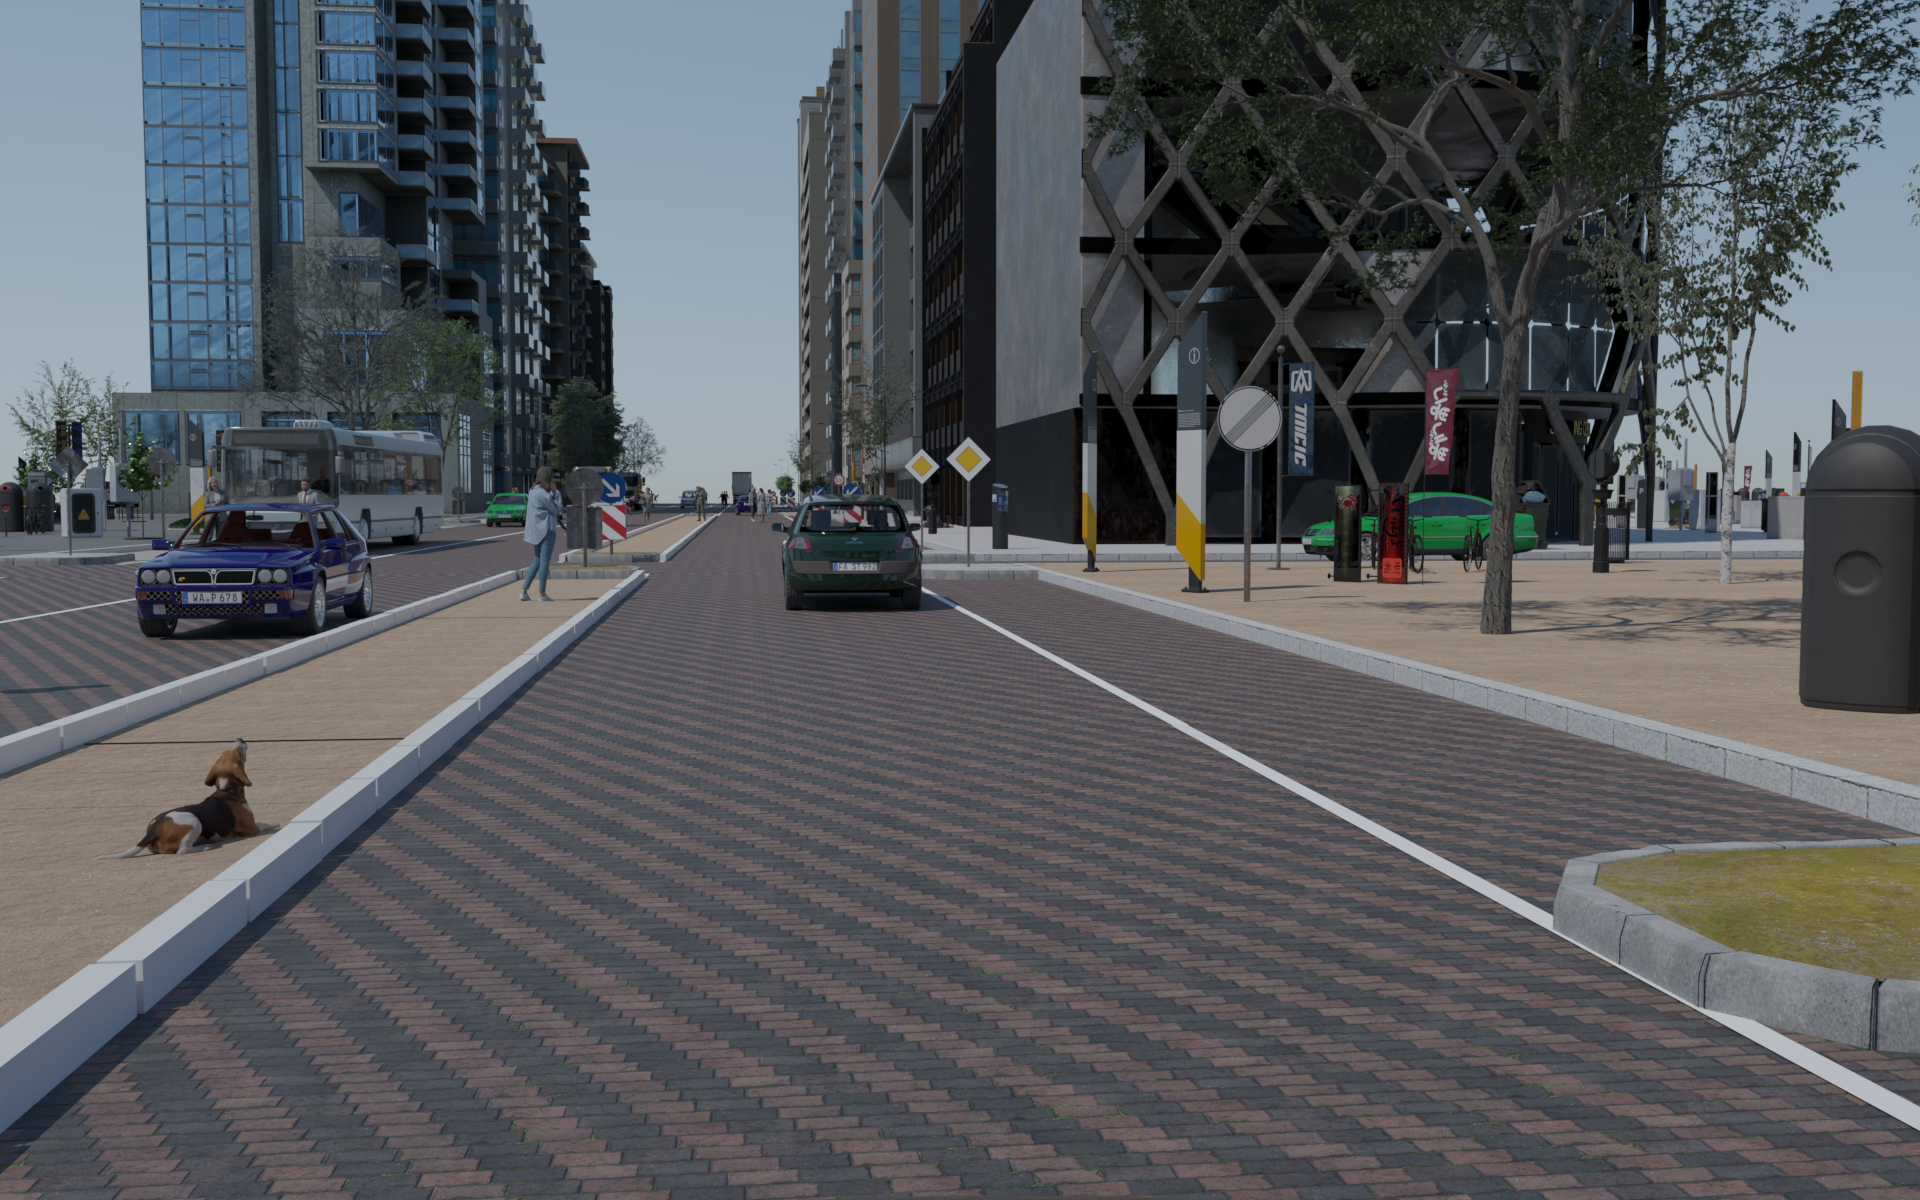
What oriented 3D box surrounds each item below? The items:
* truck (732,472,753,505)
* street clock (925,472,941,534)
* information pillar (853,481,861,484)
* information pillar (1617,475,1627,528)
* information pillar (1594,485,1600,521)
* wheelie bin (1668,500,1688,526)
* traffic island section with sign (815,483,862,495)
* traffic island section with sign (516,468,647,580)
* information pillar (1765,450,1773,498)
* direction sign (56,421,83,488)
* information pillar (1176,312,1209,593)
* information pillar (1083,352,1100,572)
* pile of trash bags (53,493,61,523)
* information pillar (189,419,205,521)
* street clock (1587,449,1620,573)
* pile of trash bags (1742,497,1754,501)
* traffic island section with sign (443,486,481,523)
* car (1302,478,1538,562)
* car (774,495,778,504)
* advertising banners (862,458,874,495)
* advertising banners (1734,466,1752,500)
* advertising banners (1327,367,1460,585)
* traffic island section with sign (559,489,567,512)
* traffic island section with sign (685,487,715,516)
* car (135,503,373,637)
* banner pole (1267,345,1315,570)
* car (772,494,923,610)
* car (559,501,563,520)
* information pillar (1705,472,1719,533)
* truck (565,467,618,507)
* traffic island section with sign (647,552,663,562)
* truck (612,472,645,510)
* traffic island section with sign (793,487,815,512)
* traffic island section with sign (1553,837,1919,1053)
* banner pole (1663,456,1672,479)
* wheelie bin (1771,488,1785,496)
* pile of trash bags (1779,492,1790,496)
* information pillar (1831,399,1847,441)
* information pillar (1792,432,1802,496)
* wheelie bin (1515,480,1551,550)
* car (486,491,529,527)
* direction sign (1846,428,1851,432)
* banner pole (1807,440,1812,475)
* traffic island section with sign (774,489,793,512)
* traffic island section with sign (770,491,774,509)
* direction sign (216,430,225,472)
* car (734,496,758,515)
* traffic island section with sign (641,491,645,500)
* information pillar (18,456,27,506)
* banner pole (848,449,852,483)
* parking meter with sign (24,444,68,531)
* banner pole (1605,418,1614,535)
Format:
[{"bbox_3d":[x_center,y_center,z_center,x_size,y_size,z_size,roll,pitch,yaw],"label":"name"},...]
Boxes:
[{"bbox_3d":[-27.961,-14.280,222.385,2.839,4.237,11.283,0,4,-7],"label":"truck"},{"bbox_3d":[-0.875,-3.181,56.577,0.471,2.002,0.358,-3,5,-41],"label":"street clock"},{"bbox_3d":[-5.936,-5.828,99.786,0.304,2.012,0.304,2,4,30],"label":"information pillar"},{"bbox_3d":[25.104,-3.745,65.719,0.304,2.012,0.304,1,4,15],"label":"information pillar"},{"bbox_3d":[28.811,-5.332,78.540,0.504,3.616,0.183,0,4,-4],"label":"information pillar"},{"bbox_3d":[29.087,-3.805,70.113,0.693,1.594,0.980,3,4,37],"label":"wheelie bin"},{"bbox_3d":[-3.919,-3.171,60.466,1.989,1.847,2.006,0,4,-7],"label":"traffic island section with sign"},{"bbox_3d":[-6.524,-1.326,29.821,2.006,1.907,1.989,0,4,-7],"label":"traffic island section with sign"},{"bbox_3d":[42.793,-6.138,91.712,0.504,3.616,0.183,-2,4,-30],"label":"information pillar"},{"bbox_3d":[-27.778,-3.798,54.088,0.379,3.537,0.876,2,4,26],"label":"direction sign"},{"bbox_3d":[3.019,-1.906,22.525,0.183,3.616,0.504,-2,4,-35],"label":"information pillar"},{"bbox_3d":[2.131,-2.264,28.377,0.183,3.616,0.504,1,4,23],"label":"information pillar"},{"bbox_3d":[-39.810,-4.124,77.178,1.912,1.369,3.447,0,4,1],"label":"pile of trash bags"},{"bbox_3d":[-23.961,-3.856,54.406,0.504,3.616,0.183,1,4,14],"label":"information pillar"},{"bbox_3d":[10.435,-1.442,28.142,0.358,2.002,0.471,-2,4,-33],"label":"street clock"},{"bbox_3d":[43.192,-5.386,97.819,3.447,1.369,1.912,2,4,29],"label":"pile of trash bags"},{"bbox_3d":[-24.766,-4.704,85.535,1.989,1.847,2.006,0,4,-7],"label":"traffic island section with sign"},{"bbox_3d":[9.380,-1.634,35.513,4.718,1.807,1.959,0,4,-7],"label":"car"},{"bbox_3d":[-25.870,-13.949,237.652,1.945,1.707,3.694,0,4,-8],"label":"car"},{"bbox_3d":[-4.450,-5.334,83.404,0.090,3.025,2.074,-1,4,-16],"label":"advertising banners"},{"bbox_3d":[47.991,-6.787,107.161,0.090,3.025,2.074,-3,4,-37],"label":"advertising banners"},{"bbox_3d":[6.142,-1.739,24.618,0.090,3.025,2.074,-3,5,-44],"label":"advertising banners"},{"bbox_3d":[-30.927,-7.726,134.948,1.989,1.847,2.006,0,4,-7],"label":"traffic island section with sign"},{"bbox_3d":[-16.755,-6.336,111.733,2.006,1.907,1.989,0,4,-7],"label":"traffic island section with sign"},{"bbox_3d":[-7.541,-0.376,18.730,1.945,1.354,3.894,0,4,-8],"label":"car"},{"bbox_3d":[5.583,-2.392,29.120,0.863,3.779,0.401,3,4,38],"label":"banner pole"},{"bbox_3d":[-1.475,-0.799,22.844,2.009,1.686,4.222,0,4,-6],"label":"car"},{"bbox_3d":[-23.017,-5.292,96.122,1.945,1.707,3.694,-1,4,-8],"label":"car"},{"bbox_3d":[24.912,-3.237,57.417,0.304,2.012,0.304,0,4,5],"label":"information pillar"},{"bbox_3d":[-26.226,-7.866,124.539,3.469,3.379,9.791,0,4,-7],"label":"truck"},{"bbox_3d":[-7.433,-1.776,37.173,2.006,1.907,1.989,0,4,-7],"label":"traffic island section with sign"},{"bbox_3d":[-29.639,-9.664,153.922,3.469,3.379,9.791,-1,4,-9],"label":"truck"},{"bbox_3d":[-7.328,-4.840,87.769,1.989,1.847,2.006,0,4,-7],"label":"traffic island section with sign"},{"bbox_3d":[2.983,0.202,5.325,1.989,1.847,2.006,0,4,-7],"label":"traffic island section with sign"},{"bbox_3d":[46.486,-7.580,113.956,0.863,3.779,0.401,-1,4,-20],"label":"banner pole"},{"bbox_3d":[43.688,-5.178,92.573,0.980,1.594,0.693,3,5,44],"label":"wheelie bin"},{"bbox_3d":[39.349,-4.431,82.195,1.912,1.369,3.447,2,4,33],"label":"pile of trash bags"},{"bbox_3d":[21.684,-3.148,42.817,0.504,3.616,0.183,-2,4,-30],"label":"information pillar"},{"bbox_3d":[31.342,-4.499,64.911,0.183,3.616,0.504,0,3,0],"label":"information pillar"},{"bbox_3d":[13.179,-1.964,40.026,0.693,1.594,0.980,-1,4,-20],"label":"wheelie bin"},{"bbox_3d":[-19.847,-4.147,76.604,1.959,1.807,4.718,0,4,-7],"label":"car"},{"bbox_3d":[30.684,-4.119,59.348,0.876,3.537,0.379,-1,4,-10],"label":"direction sign"},{"bbox_3d":[39.171,-5.497,79.890,0.401,3.779,0.863,3,4,39],"label":"banner pole"},{"bbox_3d":[-13.450,-7.837,136.766,1.989,1.847,2.006,0,4,-7],"label":"traffic island section with sign"},{"bbox_3d":[-16.889,-9.523,164.332,1.989,1.847,2.006,0,4,-7],"label":"traffic island section with sign"},{"bbox_3d":[-25.866,-4.245,61.395,0.876,3.537,0.379,-1,4,-13],"label":"direction sign"},{"bbox_3d":[-14.323,-6.404,117.280,1.945,1.354,3.894,-1,4,-9],"label":"car"},{"bbox_3d":[-44.500,-14.372,243.604,1.989,1.847,2.006,0,4,-7],"label":"traffic island section with sign"},{"bbox_3d":[-57.465,-7.025,106.212,0.504,3.616,0.183,-3,5,-43],"label":"information pillar"},{"bbox_3d":[-6.185,-6.541,96.959,0.401,3.779,0.863,1,4,11],"label":"banner pole"},{"bbox_3d":[-32.111,-3.929,60.504,1.738,3.016,0.543,0,4,7],"label":"parking meter with sign"},{"bbox_3d":[20.455,-3.948,54.570,0.401,3.779,0.863,0,4,2],"label":"banner pole"}]
